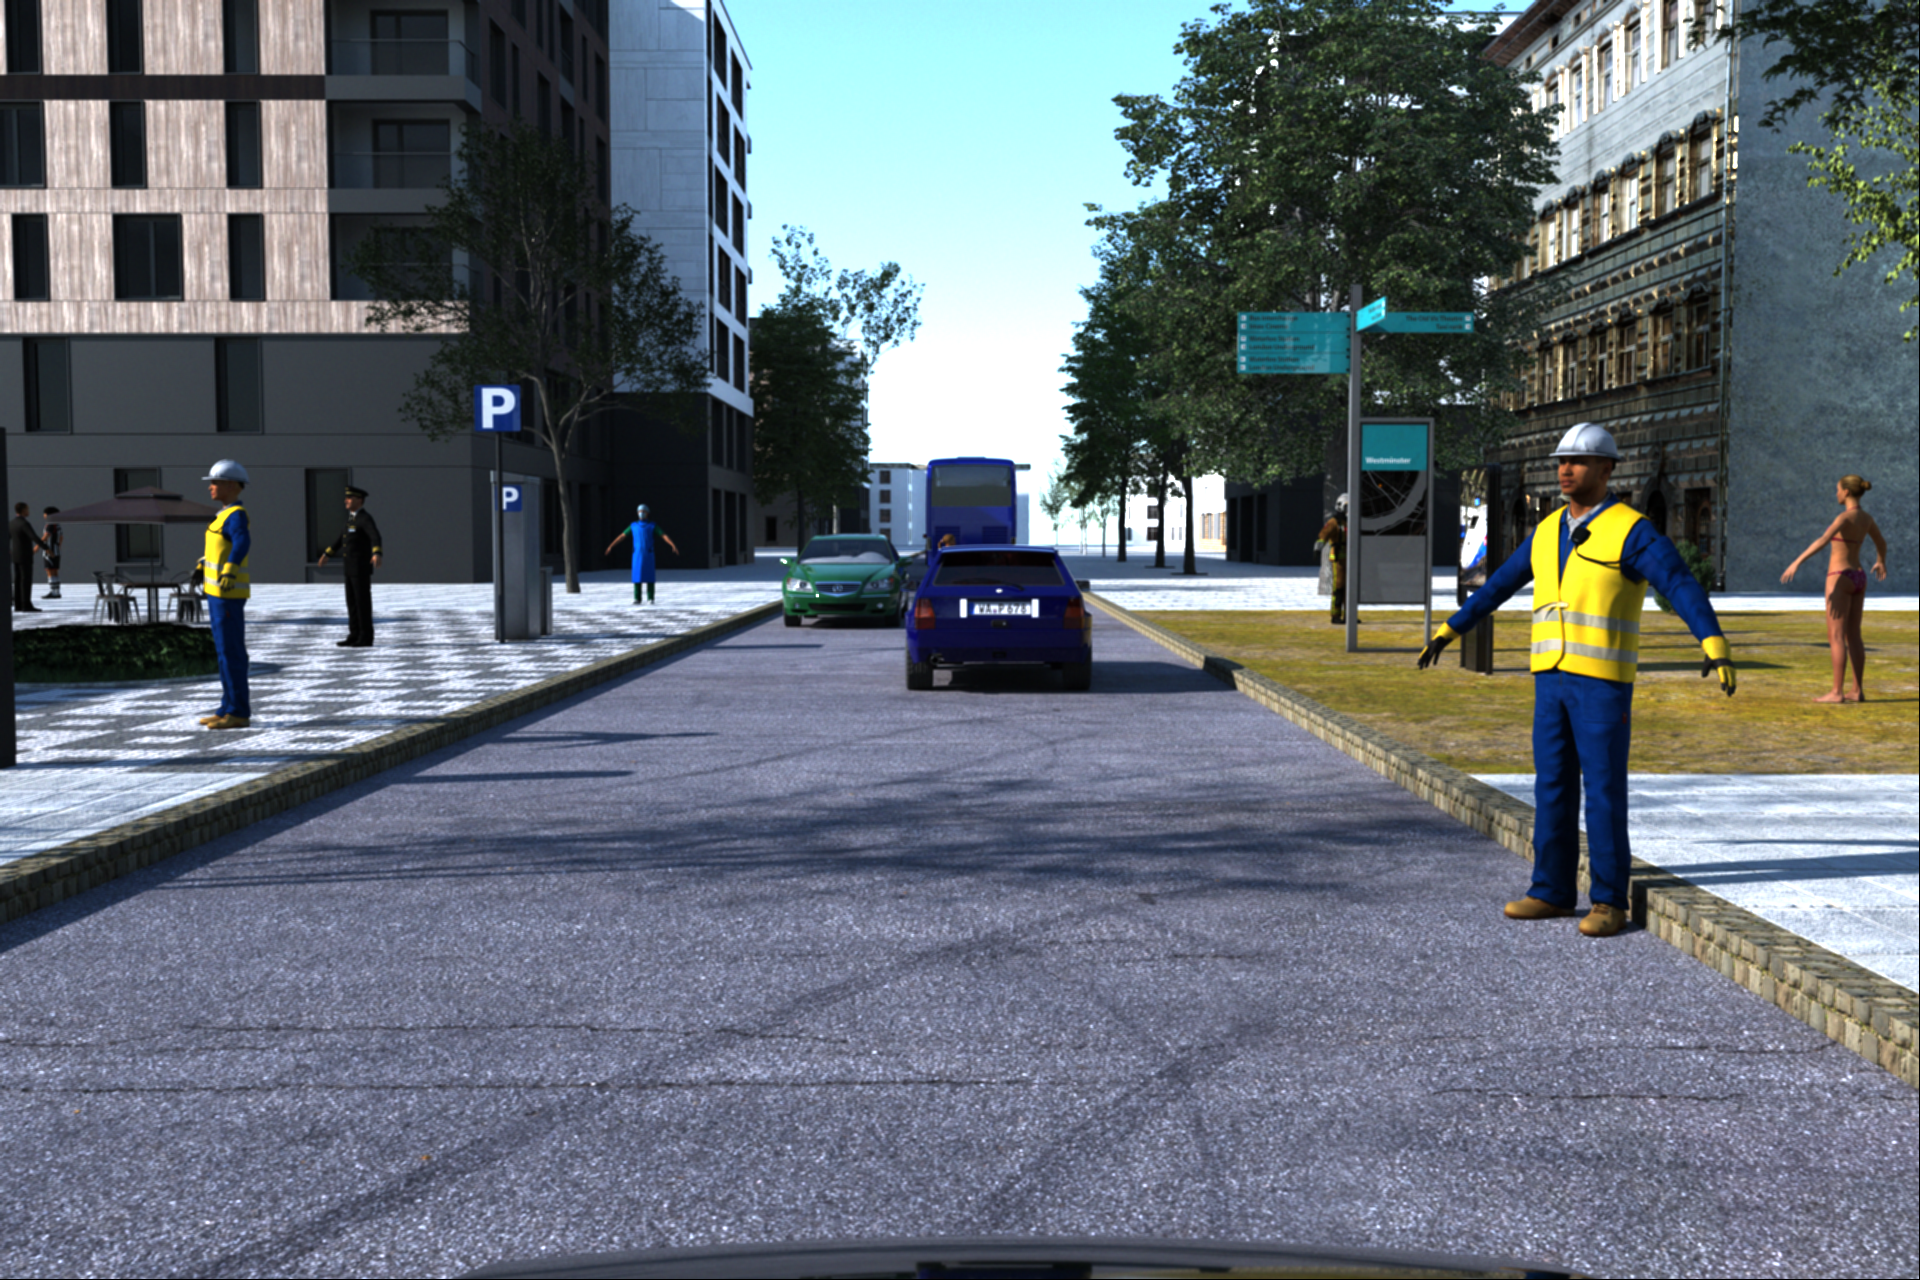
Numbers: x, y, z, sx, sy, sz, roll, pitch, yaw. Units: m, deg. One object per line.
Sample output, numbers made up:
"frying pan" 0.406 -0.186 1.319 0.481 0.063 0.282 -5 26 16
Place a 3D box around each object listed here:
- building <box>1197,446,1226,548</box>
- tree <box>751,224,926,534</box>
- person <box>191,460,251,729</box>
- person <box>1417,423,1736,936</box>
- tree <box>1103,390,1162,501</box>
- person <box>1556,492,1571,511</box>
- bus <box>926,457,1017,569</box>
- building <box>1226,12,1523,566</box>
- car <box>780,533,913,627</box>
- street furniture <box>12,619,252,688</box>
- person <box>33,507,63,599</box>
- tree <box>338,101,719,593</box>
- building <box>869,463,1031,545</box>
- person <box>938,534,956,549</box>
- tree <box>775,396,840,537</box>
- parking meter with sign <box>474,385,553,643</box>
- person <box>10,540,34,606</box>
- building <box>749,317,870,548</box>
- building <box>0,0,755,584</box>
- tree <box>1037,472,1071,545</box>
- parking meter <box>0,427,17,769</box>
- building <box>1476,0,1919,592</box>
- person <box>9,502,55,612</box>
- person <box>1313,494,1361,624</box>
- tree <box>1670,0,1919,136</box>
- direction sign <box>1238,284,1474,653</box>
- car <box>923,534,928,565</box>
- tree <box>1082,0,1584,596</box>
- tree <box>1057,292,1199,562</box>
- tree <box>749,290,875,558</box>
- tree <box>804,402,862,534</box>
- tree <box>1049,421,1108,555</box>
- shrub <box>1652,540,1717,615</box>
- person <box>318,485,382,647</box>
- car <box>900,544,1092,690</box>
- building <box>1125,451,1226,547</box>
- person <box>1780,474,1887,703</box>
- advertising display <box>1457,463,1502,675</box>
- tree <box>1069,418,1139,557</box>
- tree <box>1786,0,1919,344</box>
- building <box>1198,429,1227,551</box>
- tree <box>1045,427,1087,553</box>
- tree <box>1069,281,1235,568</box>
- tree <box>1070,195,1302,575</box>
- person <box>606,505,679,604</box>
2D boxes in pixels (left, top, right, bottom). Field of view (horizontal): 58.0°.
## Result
"building" 27.146 -18.541 159.572 16.016 20.090 11.380 0 4 1
"tree" -9.256 -15.447 108.455 12.611 20.169 13.585 0 3 0
"person" -4.940 -0.308 11.496 0.721 1.772 1.216 -2 4 -32
"person" 2.256 0.128 6.328 0.705 1.833 1.349 -2 4 -33
"tree" 20.280 -21.420 206.113 12.611 20.169 13.585 0 3 0
"person" 7.697 -0.992 21.992 0.705 1.856 1.354 3 4 37
"bus" 0.359 -3.840 54.335 2.896 3.916 12.251 0 4 0
"building" 26.656 -14.710 84.481 27.936 21.610 32.646 0 4 0
"car" -1.805 -1.008 28.285 2.131 1.459 4.920 0 4 1
"street furniture" -11.249 0.113 13.774 10.072 0.657 5.734 -1 4 -12
"person" -18.065 -1.729 34.408 0.704 1.843 1.345 -1 4 -10
"tree" -8.664 -6.307 37.529 7.601 10.594 8.767 3 4 36
"building" -5.716 -15.874 204.139 28.070 9.664 9.099 0 4 3
"person" -0.086 -0.830 25.288 0.599 1.433 0.991 0 4 7
"tree" -7.814 -8.682 92.312 4.737 8.622 4.395 0 3 0
"parking meter with sign" -5.390 -1.522 21.139 0.543 3.016 1.738 0 4 0
"person" -17.070 -1.508 30.784 1.348 1.813 0.705 0 4 4
"building" -24.402 -20.534 179.710 27.936 21.610 32.646 0 4 1
"building" -23.051 -13.224 60.194 27.936 21.610 32.646 0 3 0
"tree" 10.960 -15.257 199.820 4.737 8.622 4.395 0 3 0
"parking meter" -5.425 -0.229 9.449 0.399 1.863 0.255 0 4 1
"building" 26.032 -13.176 46.349 19.493 23.208 18.063 0 4 0
"person" -15.420 -1.366 28.551 1.346 1.802 0.704 2 4 31
"person" 5.508 -1.160 24.730 1.354 1.858 0.705 -2 4 -32
"tree" 6.722 -4.526 8.417 7.601 10.594 8.767 1 4 20
"direction sign" 4.247 -1.794 18.095 2.525 3.948 1.411 0 4 -1
"car" -0.599 -4.487 82.036 2.281 1.827 5.304 0 3 0
"tree" 7.732 -7.907 35.933 9.857 13.997 8.962 0 3 0
"tree" 7.898 -9.927 80.441 7.486 12.596 7.792 0 3 0
"tree" -7.900 -9.983 81.355 7.486 12.596 7.792 0 3 0
"tree" -7.535 -8.990 97.341 4.737 8.622 4.395 0 3 0
"tree" 7.807 -9.540 106.343 4.360 8.622 3.978 0 3 0
"shrub" 11.426 -0.994 27.369 1.383 1.207 1.383 0 3 0
"person" -6.895 -0.845 19.744 1.347 1.837 0.705 3 5 43
"car" 0.356 -0.286 17.260 1.945 1.354 3.894 0 4 0
"building" 22.390 -14.542 179.914 9.099 9.664 28.070 0 4 0
"person" 6.722 -0.395 13.269 1.217 1.733 0.721 -2 4 -30
"advertising display" 4.841 -0.671 16.187 0.123 1.923 0.974 0 4 1
"tree" 7.903 -8.843 94.940 4.360 8.622 3.978 0 3 0
"tree" 12.107 -4.282 20.375 4.737 8.622 4.395 0 3 0
"building" 24.426 -17.282 138.983 16.016 20.090 11.380 0 4 0
"tree" 8.099 -10.013 114.074 4.360 8.622 3.978 0 3 0
"tree" 7.733 -8.545 65.469 9.928 11.665 9.643 0 3 0
"tree" 7.072 -7.861 54.279 9.928 11.665 9.643 0 3 0
"person" -5.784 -1.559 31.623 1.347 1.817 0.704 0 4 3
